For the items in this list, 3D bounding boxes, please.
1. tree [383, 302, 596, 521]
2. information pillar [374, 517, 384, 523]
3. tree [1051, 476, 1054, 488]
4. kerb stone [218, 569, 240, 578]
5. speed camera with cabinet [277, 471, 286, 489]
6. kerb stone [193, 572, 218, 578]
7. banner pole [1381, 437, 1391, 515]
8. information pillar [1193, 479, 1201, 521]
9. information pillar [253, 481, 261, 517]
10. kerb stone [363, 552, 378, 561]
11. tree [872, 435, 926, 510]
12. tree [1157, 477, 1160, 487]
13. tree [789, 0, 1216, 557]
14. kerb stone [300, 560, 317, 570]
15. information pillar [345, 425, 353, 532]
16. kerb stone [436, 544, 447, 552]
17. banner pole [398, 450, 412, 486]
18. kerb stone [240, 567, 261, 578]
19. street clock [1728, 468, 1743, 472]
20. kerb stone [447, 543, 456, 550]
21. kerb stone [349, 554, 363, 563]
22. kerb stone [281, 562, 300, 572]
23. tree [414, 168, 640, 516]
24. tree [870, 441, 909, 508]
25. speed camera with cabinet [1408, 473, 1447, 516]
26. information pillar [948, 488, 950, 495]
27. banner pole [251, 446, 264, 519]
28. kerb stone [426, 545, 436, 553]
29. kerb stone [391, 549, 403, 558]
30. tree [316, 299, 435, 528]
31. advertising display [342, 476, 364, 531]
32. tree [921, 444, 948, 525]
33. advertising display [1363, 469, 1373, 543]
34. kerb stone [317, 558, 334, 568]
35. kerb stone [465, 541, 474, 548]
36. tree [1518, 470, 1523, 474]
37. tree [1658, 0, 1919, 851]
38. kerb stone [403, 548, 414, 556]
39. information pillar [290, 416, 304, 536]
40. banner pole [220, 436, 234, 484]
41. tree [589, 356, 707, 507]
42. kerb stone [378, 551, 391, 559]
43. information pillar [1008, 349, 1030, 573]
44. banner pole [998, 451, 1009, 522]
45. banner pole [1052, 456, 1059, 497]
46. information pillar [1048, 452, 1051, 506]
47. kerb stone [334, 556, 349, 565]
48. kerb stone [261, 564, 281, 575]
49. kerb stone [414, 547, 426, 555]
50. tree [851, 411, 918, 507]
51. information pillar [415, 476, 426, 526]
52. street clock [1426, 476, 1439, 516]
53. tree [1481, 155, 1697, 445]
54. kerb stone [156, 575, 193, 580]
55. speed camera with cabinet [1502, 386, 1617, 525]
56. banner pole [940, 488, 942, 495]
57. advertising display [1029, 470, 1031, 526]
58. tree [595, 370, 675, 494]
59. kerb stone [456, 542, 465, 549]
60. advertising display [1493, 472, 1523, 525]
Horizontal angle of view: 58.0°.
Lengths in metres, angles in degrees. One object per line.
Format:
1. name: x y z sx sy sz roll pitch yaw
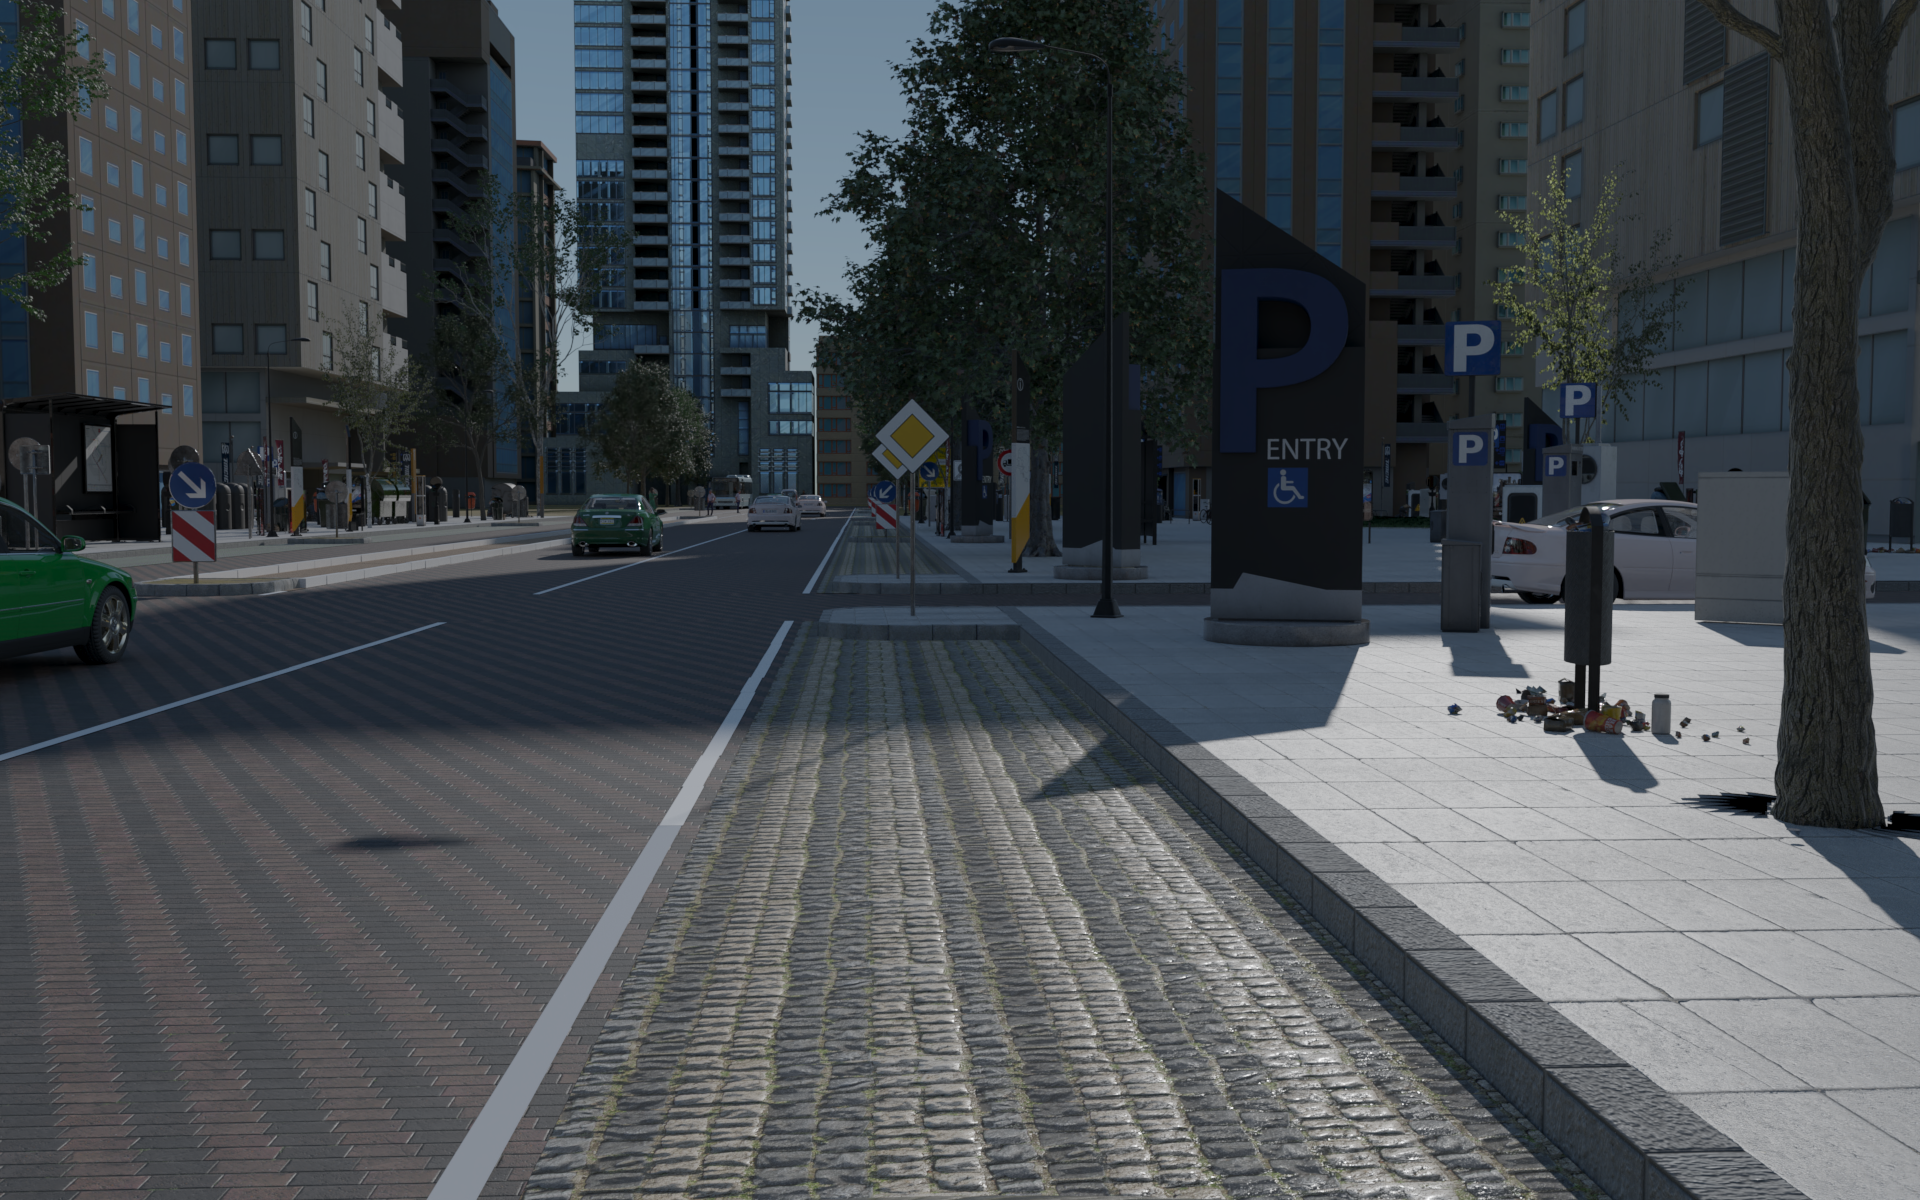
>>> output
1. tree: -23.238 -9.146 83.941 8.767 10.594 7.601 -2 4 -28
2. information pillar: -25.992 -4.464 77.473 0.304 2.012 0.304 1 4 21
3. tree: 4.516 -6.270 97.108 1.663 3.219 1.824 0 3 0
4. kerb stone: -12.228 -0.393 28.727 0.120 0.150 1.000 0 4 -3
5. speed camera with cabinet: -26.924 -4.566 68.990 0.660 3.252 2.038 0 4 6
6. kerb stone: -12.164 -0.336 27.706 0.120 0.150 1.000 0 4 -3
7. banner pole: 18.617 -5.251 75.871 0.401 3.779 0.863 -1 4 -20
8. information pillar: 11.264 -4.767 82.436 0.304 2.012 0.304 2 4 27
9. information pillar: -38.689 -5.556 95.327 0.304 2.012 0.304 1 4 19
10. kerb stone: -12.669 -0.901 36.920 0.120 0.150 1.000 0 4 -3
11. tree: -4.656 -11.529 138.857 4.360 8.622 3.978 0 3 0
12. tree: 8.114 -5.161 78.980 1.663 3.219 1.824 0 3 0
13. tree: 1.567 -7.232 35.245 9.611 12.733 9.660 0 3 0
14. kerb stone: -12.449 -0.650 32.817 0.120 0.150 1.000 0 4 -3
15. information pillar: -20.728 -4.122 58.746 0.183 3.616 0.504 -2 4 -28
16. kerb stone: -13.013 -1.277 43.075 0.120 0.150 1.000 0 4 -3
17. banner pole: -28.775 -6.095 89.674 0.863 3.779 0.401 0 4 2
18. kerb stone: -12.279 -0.462 29.747 0.120 0.150 1.000 0 4 -3
19. street clock: 21.479 -2.658 48.025 0.471 2.002 0.358 2 4 30
20. kerb stone: -13.081 -1.339 44.095 0.120 0.150 1.000 0 4 -3
21. kerb stone: -12.624 -0.838 35.899 0.120 0.150 1.000 0 4 -3
22. kerb stone: -12.393 -0.587 31.794 0.120 0.150 1.000 0 4 -3
23. tree: -25.320 -15.020 101.460 12.611 20.169 13.585 0 3 0
24. tree: -5.116 -14.058 164.268 7.601 10.594 8.767 1 4 18
25. speed camera with cabinet: 20.932 -5.034 76.637 2.038 3.252 0.660 2 4 26
26. information pillar: -0.370 -5.518 81.575 0.504 3.616 0.183 1 4 10
27. banner pole: -36.693 -6.143 90.454 0.863 3.779 0.401 -1 4 -12
28. kerb stone: -12.965 -1.213 42.041 0.120 0.150 1.000 0 4 -3
29. kerb stone: -12.794 -1.026 38.968 0.120 0.150 1.000 0 4 -3
30. tree: -22.132 -7.009 64.955 4.360 8.622 3.978 0 3 0
31. advertising display: -21.184 -3.381 60.486 0.974 1.923 0.123 2 4 31
32. tree: -0.793 -7.361 70.714 4.737 8.622 4.395 0 3 0
33. advertising display: 10.222 -2.433 45.001 0.974 1.923 0.123 0 4 8
34. kerb stone: -12.505 -0.711 33.837 0.120 0.150 1.000 0 4 -3
35. kerb stone: -13.195 -1.465 46.140 0.120 0.150 1.000 0 4 -3
36. tree: 25.686 -5.044 77.075 1.663 3.219 1.824 0 3 0
37. tree: 3.415 -4.948 6.650 9.928 11.665 9.643 0 3 0
38. kerb stone: -12.854 -1.088 39.989 0.120 0.150 1.000 0 4 -3
39. information pillar: -20.129 -3.743 52.551 0.183 3.616 0.504 1 4 13
40. banner pole: -31.260 -5.140 74.062 0.401 3.779 0.863 1 4 22
41. tree: -26.314 -13.887 144.053 9.611 12.733 9.660 0 3 0
42. kerb stone: -12.732 -0.963 37.948 0.120 0.150 1.000 0 4 -3
43. information pillar: 0.983 -2.257 28.249 0.183 3.616 0.504 2 4 30
44. banner pole: 2.041 -5.505 80.028 0.401 3.779 0.863 3 5 43
45. banner pole: 4.940 -6.135 90.329 0.401 3.779 0.863 2 4 33
46. information pillar: 3.497 -4.910 71.635 0.504 3.616 0.183 1 4 18
47. kerb stone: -12.562 -0.775 34.864 0.120 0.150 1.000 0 4 -3
48. kerb stone: -12.344 -0.518 30.768 0.120 0.150 1.000 0 4 -3
49. kerb stone: -12.901 -1.150 41.016 0.120 0.150 1.000 0 4 -3
50. tree: -6.376 -16.626 178.490 9.857 13.997 8.962 0 3 0
51. information pillar: -21.402 -3.930 68.740 0.304 2.012 0.304 0 4 -1
52. street clock: 18.637 -3.901 68.349 0.471 2.002 0.358 3 5 41
53. tree: 13.796 -5.379 38.312 4.360 8.622 3.978 0 3 0
54. kerb stone: -12.111 -0.273 26.675 0.120 0.150 1.000 0 4 -3
55. speed camera with cabinet: 11.101 -2.312 32.139 0.660 3.252 2.038 -3 4 -38
56. banner pole: -0.779 -5.737 83.822 0.401 3.779 0.863 -3 4 -38
57. advertising display: 1.886 -2.536 46.678 0.974 1.923 0.123 -3 4 -36
58. tree: -25.378 -12.045 131.343 8.767 10.594 7.601 0 4 6
59. kerb stone: -13.136 -1.402 45.120 0.120 0.150 1.000 0 4 -3
60. advertising display: 16.088 -2.808 51.120 0.974 1.923 0.123 2 4 28
